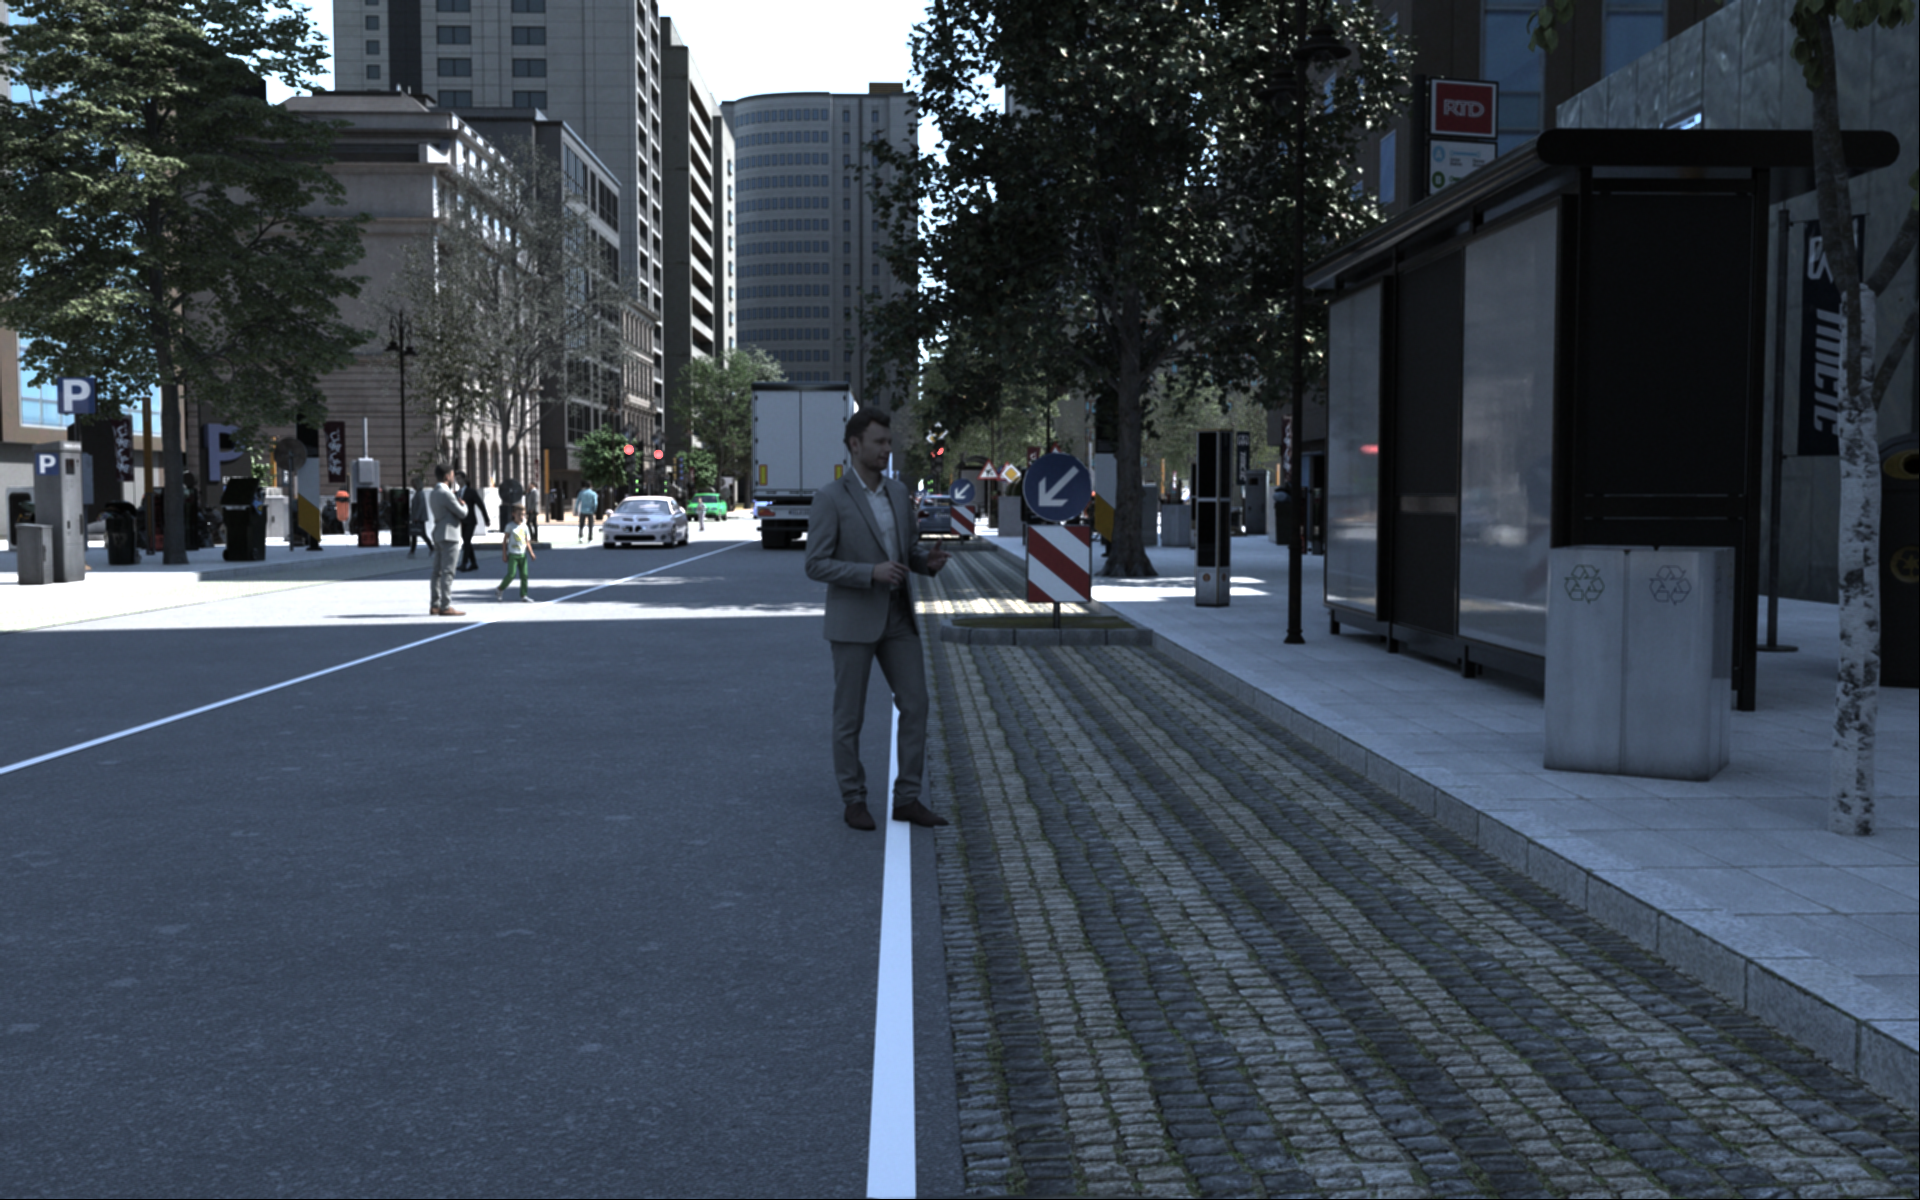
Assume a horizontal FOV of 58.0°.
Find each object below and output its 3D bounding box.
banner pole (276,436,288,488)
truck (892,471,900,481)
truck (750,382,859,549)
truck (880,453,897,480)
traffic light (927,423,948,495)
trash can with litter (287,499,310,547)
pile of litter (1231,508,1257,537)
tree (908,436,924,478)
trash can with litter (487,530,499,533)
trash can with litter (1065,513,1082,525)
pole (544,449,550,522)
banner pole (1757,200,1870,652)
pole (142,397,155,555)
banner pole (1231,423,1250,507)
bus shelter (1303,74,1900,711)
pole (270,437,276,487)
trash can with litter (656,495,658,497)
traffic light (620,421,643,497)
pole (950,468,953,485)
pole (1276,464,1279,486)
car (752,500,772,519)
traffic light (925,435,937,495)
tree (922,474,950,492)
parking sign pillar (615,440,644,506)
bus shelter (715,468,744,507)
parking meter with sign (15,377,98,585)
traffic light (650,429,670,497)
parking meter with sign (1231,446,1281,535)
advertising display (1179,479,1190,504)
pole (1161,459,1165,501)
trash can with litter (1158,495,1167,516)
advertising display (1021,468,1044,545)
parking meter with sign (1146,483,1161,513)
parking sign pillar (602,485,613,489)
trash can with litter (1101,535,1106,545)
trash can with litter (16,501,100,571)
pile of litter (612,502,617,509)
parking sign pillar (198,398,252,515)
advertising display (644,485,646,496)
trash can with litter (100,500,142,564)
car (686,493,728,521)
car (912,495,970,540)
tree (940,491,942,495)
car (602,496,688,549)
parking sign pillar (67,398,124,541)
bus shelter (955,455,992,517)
[{"bbox_3d":[-29.118,-5.170,74.542,0.401,3.779,0.863,3,4,37],"label":"banner pole"},{"bbox_3d":[-7.838,-12.509,194.276,2.967,4.110,18.799,0,4,-2],"label":"truck"},{"bbox_3d":[-4.154,-3.668,48.882,2.839,4.237,11.283,0,4,-2],"label":"truck"},{"bbox_3d":[-4.846,-6.229,91.597,2.967,4.110,18.799,0,4,-2],"label":"truck"},{"bbox_3d":[-0.851,-4.775,66.987,0.839,4.253,0.868,0,4,-2],"label":"traffic light"},{"bbox_3d":[-16.213,-1.912,42.645,0.624,1.170,1.055,-1,4,-15],"label":"trash can with litter"},{"bbox_3d":[8.179,-2.369,52.698,1.176,0.858,1.719,-3,4,-37],"label":"pile of litter"},{"bbox_3d":[-3.668,-17.009,212.506,7.601,10.594,8.767,-3,5,-42],"label":"tree"},{"bbox_3d":[-15.700,-2.791,56.686,2.233,1.210,1.678,-1,4,-14],"label":"trash can with litter"},{"bbox_3d":[3.826,-2.687,55.313,1.055,1.170,0.624,3,5,41],"label":"trash can with litter"},{"bbox_3d":[-18.876,-5.217,79.140,0.158,3.312,0.155,0,3,0],"label":"pole"},{"bbox_3d":[6.831,-1.464,13.961,0.401,3.779,0.863,-3,5,-42],"label":"banner pole"},{"bbox_3d":[-17.110,-2.611,36.526,0.158,3.312,0.155,0,3,0],"label":"pole"},{"bbox_3d":[9.789,-4.335,60.890,0.863,3.779,0.401,0,4,-5],"label":"banner pole"},{"bbox_3d":[4.233,-2.244,14.314,2.179,5.291,8.768,0,4,-2],"label":"bus shelter"},{"bbox_3d":[-24.595,-4.172,62.053,0.158,3.312,0.155,0,3,0],"label":"pole"},{"bbox_3d":[-21.063,-6.651,119.799,1.678,1.210,2.233,-1,4,-17],"label":"trash can with litter"},{"bbox_3d":[-12.656,-4.751,66.593,0.839,4.253,0.868,0,4,-2],"label":"traffic light"},{"bbox_3d":[-0.627,-7.920,123.330,0.158,3.312,0.155,0,3,0],"label":"pole"},{"bbox_3d":[21.387,-7.509,116.610,0.158,3.312,0.155,0,3,0],"label":"pole"},{"bbox_3d":[-11.030,-5.548,100.304,1.945,1.707,3.694,0,4,-2],"label":"car"},{"bbox_3d":[-1.108,-5.263,74.968,0.839,4.253,0.868,0,4,-2],"label":"traffic light"},{"bbox_3d":[-1.986,-11.390,169.942,4.285,4.588,4.351,0,3,0],"label":"tree"},{"bbox_3d":[-16.208,-5.913,85.157,1.447,3.967,1.447,-1,4,-12],"label":"parking sign pillar"},{"bbox_3d":[-18.417,-8.790,137.645,2.014,3.302,5.546,0,4,-2],"label":"bus shelter"},{"bbox_3d":[-13.092,-1.762,25.076,0.543,3.016,1.738,0,4,-5],"label":"parking meter with sign"},{"bbox_3d":[-12.913,-5.239,74.574,0.839,4.253,0.868,0,4,-2],"label":"traffic light"},{"bbox_3d":[9.379,-3.573,54.673,1.738,3.016,0.543,2,4,24],"label":"parking meter with sign"},{"bbox_3d":[9.853,-4.335,76.085,0.123,1.923,0.974,2,4,31],"label":"advertising display"},{"bbox_3d":[11.651,-6.467,99.578,0.158,3.312,0.155,0,3,0],"label":"pole"},{"bbox_3d":[11.710,-5.565,102.048,1.678,1.210,2.233,3,5,43],"label":"trash can with litter"},{"bbox_3d":[1.835,-2.351,43.655,0.123,1.923,0.974,2,4,33],"label":"advertising display"},{"bbox_3d":[13.104,-7.520,119.205,1.738,3.016,0.543,1,4,11],"label":"parking meter with sign"},{"bbox_3d":[-21.982,-7.416,109.729,1.447,3.967,1.447,0,4,-4],"label":"parking sign pillar"},{"bbox_3d":[3.988,-1.969,43.576,1.055,1.170,0.624,-1,4,-12],"label":"trash can with litter"},{"bbox_3d":[-14.467,-0.996,27.676,1.055,1.170,0.624,0,4,-7],"label":"trash can with litter"},{"bbox_3d":[-18.184,-4.828,92.894,1.176,0.858,1.719,-1,4,-22],"label":"pile of litter"},{"bbox_3d":[-20.469,-3.658,48.278,1.447,3.967,1.447,3,5,42],"label":"parking sign pillar"},{"bbox_3d":[-23.422,-7.429,126.679,0.974,1.923,0.123,-1,4,-10],"label":"advertising display"},{"bbox_3d":[-15.331,-1.239,31.644,0.624,1.170,1.055,-1,4,-16],"label":"trash can with litter"},{"bbox_3d":[-13.384,-5.062,91.562,1.959,1.807,4.718,0,4,-1],"label":"car"},{"bbox_3d":[-0.600,-2.598,54.472,2.014,1.417,4.499,0,4,-2],"label":"car"},{"bbox_3d":[-2.240,-14.256,183.454,4.737,8.622,4.395,0,3,0],"label":"tree"},{"bbox_3d":[-8.509,-2.126,47.116,2.083,1.381,4.827,0,4,-2],"label":"car"},{"bbox_3d":[-23.681,-3.608,47.464,1.447,3.967,1.447,-1,4,-16],"label":"parking sign pillar"},{"bbox_3d":[0.848,-6.050,92.849,2.014,3.302,5.546,0,4,-2],"label":"bus shelter"}]
